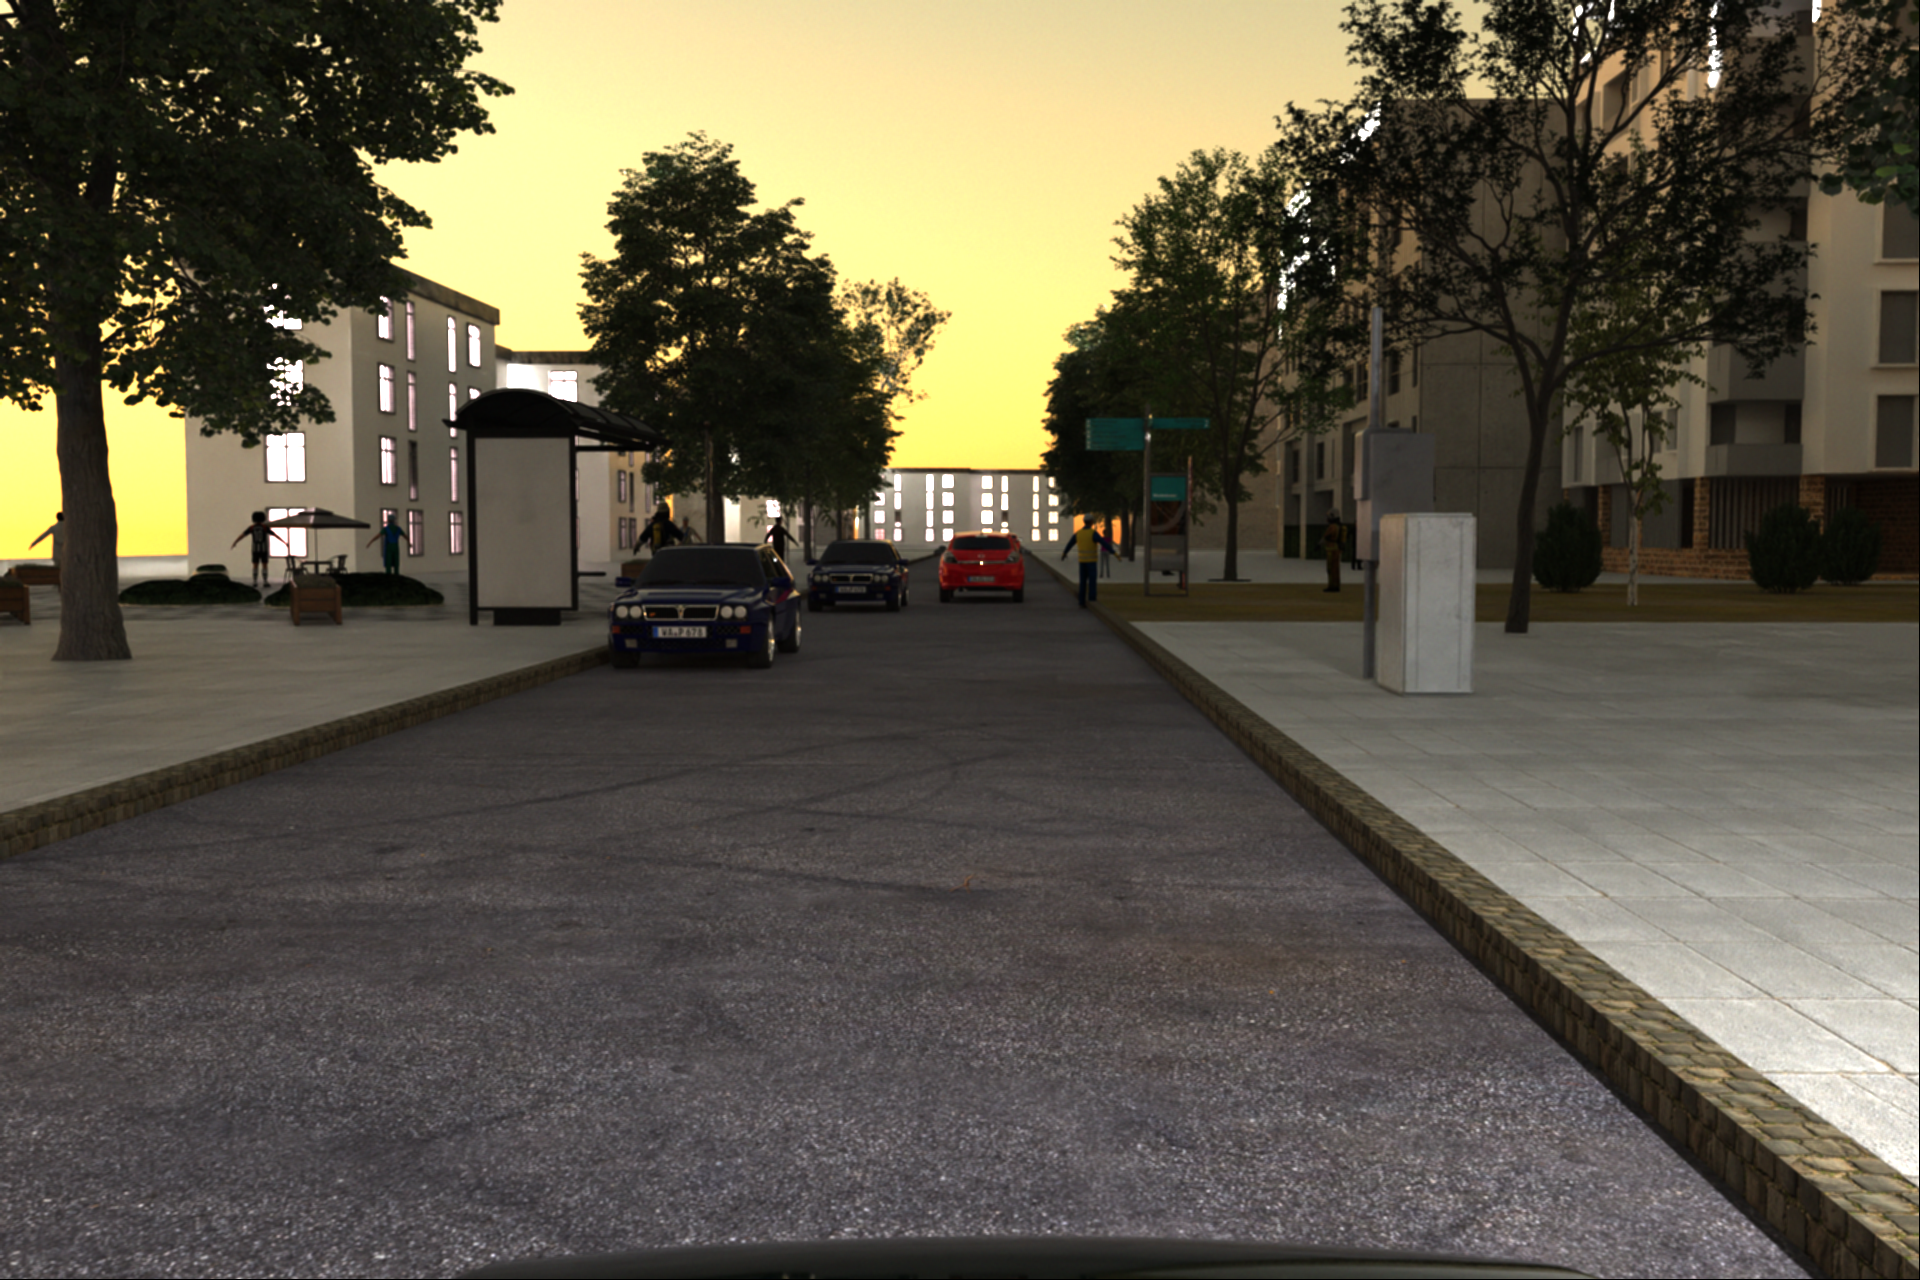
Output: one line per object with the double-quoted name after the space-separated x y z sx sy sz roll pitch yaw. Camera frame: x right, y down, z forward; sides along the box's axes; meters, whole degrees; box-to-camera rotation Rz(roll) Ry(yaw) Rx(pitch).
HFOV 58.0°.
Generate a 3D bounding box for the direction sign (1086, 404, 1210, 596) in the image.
3.824 -2.830 35.033 2.525 3.948 1.411 0 4 2 "direction sign"

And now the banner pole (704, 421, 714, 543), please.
-5.574 -2.971 38.594 0.401 3.779 0.863 0 4 3 "banner pole"

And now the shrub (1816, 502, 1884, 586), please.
22.029 -2.382 42.982 1.661 2.075 1.752 0 3 0 "shrub"

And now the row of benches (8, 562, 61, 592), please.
-21.192 -1.297 36.671 4.104 0.672 1.422 -3 5 -40 "row of benches"

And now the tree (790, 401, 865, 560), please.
-6.982 -8.267 85.522 4.737 8.622 4.395 0 3 0 "tree"

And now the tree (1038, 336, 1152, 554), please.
9.349 -12.403 109.439 9.857 13.997 8.962 0 3 0 "tree"

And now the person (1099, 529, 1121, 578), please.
4.258 -2.552 50.998 0.991 1.433 0.599 0 4 -5 "person"

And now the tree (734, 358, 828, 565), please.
-7.094 -7.404 71.418 4.360 8.622 3.978 0 3 0 "tree"

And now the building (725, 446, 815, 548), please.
-18.550 -13.847 168.539 9.099 9.664 28.070 0 4 2 "building"

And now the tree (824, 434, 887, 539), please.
-7.027 -9.410 104.218 4.360 8.622 3.978 0 3 0 "tree"

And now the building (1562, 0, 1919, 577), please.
26.693 -12.457 60.097 16.016 20.090 11.380 0 4 1 "building"

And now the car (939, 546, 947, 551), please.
0.402 -2.542 53.360 2.131 1.459 4.920 0 4 1 "car"

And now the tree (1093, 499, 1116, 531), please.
9.911 -10.687 125.099 4.360 8.622 3.978 0 3 0 "tree"

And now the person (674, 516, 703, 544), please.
-8.745 -3.014 55.142 1.347 1.847 0.705 1 4 19 "person"

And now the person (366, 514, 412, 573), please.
-15.432 -2.498 46.971 0.704 1.817 1.347 3 5 41 "person"

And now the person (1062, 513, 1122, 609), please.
2.483 -1.523 33.322 1.349 1.833 0.705 3 4 37 "person"

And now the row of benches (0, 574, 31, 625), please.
-14.388 -0.638 25.897 1.422 0.672 4.104 -2 4 -31 "row of benches"

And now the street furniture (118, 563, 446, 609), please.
-13.031 -1.126 34.029 5.734 0.657 10.072 -1 4 -16 "street furniture"

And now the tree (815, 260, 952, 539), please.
-7.255 -16.151 119.959 12.611 20.169 13.585 0 3 0 "tree"

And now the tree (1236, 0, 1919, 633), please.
7.369 -5.351 21.899 8.767 10.594 7.601 -2 4 -26 "tree"

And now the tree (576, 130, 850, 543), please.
-7.771 -9.098 55.405 9.857 13.997 8.962 0 3 0 "tree"

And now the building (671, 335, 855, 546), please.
-22.030 -22.426 197.594 19.493 23.208 18.063 0 4 1 "building"

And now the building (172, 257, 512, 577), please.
-21.697 -7.508 64.907 9.099 9.664 28.070 0 4 2 "building"

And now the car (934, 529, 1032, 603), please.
0.489 -1.755 37.738 2.155 1.783 4.494 0 4 1 "car"

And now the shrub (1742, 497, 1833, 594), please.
17.864 -2.042 37.425 1.661 2.075 1.752 0 3 0 "shrub"

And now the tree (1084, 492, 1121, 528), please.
19.426 -18.446 219.715 7.486 12.596 7.792 0 3 0 "tree"

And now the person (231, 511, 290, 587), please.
-16.948 -2.189 41.939 1.345 1.843 0.704 -1 4 -11 "person"

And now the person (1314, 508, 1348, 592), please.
8.265 -1.998 38.430 0.705 1.858 1.354 3 4 37 "person"

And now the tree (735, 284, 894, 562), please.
-6.890 -9.817 78.639 7.486 12.596 7.792 0 3 0 "tree"

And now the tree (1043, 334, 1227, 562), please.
8.069 -8.925 80.329 8.767 10.594 7.601 -1 4 -12 "tree"

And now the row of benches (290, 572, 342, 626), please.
-9.767 -0.656 26.188 1.422 0.672 4.104 -1 4 -22 "row of benches"

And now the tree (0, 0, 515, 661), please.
-8.880 -6.764 17.251 9.857 13.997 8.962 0 3 0 "tree"

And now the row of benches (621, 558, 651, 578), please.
-7.990 -1.810 45.063 1.422 0.672 4.104 0 4 5 "row of benches"

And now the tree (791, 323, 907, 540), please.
-6.705 -10.731 93.574 7.486 12.596 7.792 0 3 0 "tree"

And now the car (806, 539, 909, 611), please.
-1.931 -1.267 33.298 1.945 1.354 3.894 0 4 1 "car"

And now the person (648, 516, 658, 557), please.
-8.879 -2.700 50.340 0.705 1.806 1.347 -1 4 -15 "person"

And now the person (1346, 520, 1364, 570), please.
14.212 -3.408 61.942 1.346 1.802 0.704 -1 4 -19 "person"

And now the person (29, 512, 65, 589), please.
-21.230 -2.124 40.913 1.347 1.806 0.705 -3 5 -39 "person"

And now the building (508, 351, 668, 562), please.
-20.282 -9.262 93.578 9.099 9.664 28.070 0 4 1 "building"

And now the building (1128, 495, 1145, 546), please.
28.514 -22.347 196.301 19.493 23.208 18.063 0 4 2 "building"

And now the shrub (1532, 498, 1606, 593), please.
13.231 -2.063 37.775 1.661 2.075 1.752 0 3 0 "shrub"

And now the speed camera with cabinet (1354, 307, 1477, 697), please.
3.800 -1.235 14.524 0.660 3.252 2.038 0 4 2 "speed camera with cabinet"

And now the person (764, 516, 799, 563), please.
-5.358 -2.770 51.430 1.346 1.812 0.704 3 4 36 "person"

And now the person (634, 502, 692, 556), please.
-5.271 -1.537 30.906 1.354 1.856 0.705 1 4 21 "person"

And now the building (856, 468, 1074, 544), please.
0.695 -16.872 220.456 28.070 9.664 9.099 0 4 -6 "building"

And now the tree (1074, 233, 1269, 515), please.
8.101 -9.055 66.182 7.486 12.596 7.792 0 3 0 "tree"

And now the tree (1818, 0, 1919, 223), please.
6.887 -6.127 6.840 9.857 13.997 8.962 0 3 0 "tree"

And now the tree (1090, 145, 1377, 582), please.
7.347 -7.394 46.646 9.928 11.665 9.643 0 3 0 "tree"

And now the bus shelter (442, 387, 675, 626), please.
-6.000 -2.006 26.725 2.014 3.302 5.546 0 4 3 "bus shelter"

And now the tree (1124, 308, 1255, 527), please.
7.586 -6.546 57.386 4.737 8.622 4.395 0 3 0 "tree"

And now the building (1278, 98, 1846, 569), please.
25.594 -13.002 79.046 16.747 18.905 31.486 0 4 1 "building"

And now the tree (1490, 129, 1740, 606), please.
11.834 -4.917 30.749 4.737 8.622 4.395 0 3 0 "tree"

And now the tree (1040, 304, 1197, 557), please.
9.032 -11.511 94.852 9.857 13.997 8.962 0 3 0 "tree"

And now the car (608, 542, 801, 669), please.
-2.832 -0.434 19.682 1.945 1.354 3.894 0 4 1 "car"

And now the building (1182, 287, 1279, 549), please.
27.372 -19.978 157.571 19.493 23.208 18.063 0 4 2 "building"

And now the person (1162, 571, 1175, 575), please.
6.466 -2.918 53.835 0.705 1.813 1.348 3 4 36 "person"

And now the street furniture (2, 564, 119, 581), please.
-27.943 -1.832 45.573 10.072 0.657 5.734 1 4 12 "street furniture"

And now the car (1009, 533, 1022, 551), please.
3.556 -7.378 129.668 2.155 1.783 4.494 0 4 0 "car"

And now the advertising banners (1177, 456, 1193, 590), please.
5.150 -2.659 39.670 0.090 3.025 2.074 0 3 0 "advertising banners"

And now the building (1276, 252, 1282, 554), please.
25.144 -15.414 108.433 16.016 20.090 11.380 0 4 1 "building"
